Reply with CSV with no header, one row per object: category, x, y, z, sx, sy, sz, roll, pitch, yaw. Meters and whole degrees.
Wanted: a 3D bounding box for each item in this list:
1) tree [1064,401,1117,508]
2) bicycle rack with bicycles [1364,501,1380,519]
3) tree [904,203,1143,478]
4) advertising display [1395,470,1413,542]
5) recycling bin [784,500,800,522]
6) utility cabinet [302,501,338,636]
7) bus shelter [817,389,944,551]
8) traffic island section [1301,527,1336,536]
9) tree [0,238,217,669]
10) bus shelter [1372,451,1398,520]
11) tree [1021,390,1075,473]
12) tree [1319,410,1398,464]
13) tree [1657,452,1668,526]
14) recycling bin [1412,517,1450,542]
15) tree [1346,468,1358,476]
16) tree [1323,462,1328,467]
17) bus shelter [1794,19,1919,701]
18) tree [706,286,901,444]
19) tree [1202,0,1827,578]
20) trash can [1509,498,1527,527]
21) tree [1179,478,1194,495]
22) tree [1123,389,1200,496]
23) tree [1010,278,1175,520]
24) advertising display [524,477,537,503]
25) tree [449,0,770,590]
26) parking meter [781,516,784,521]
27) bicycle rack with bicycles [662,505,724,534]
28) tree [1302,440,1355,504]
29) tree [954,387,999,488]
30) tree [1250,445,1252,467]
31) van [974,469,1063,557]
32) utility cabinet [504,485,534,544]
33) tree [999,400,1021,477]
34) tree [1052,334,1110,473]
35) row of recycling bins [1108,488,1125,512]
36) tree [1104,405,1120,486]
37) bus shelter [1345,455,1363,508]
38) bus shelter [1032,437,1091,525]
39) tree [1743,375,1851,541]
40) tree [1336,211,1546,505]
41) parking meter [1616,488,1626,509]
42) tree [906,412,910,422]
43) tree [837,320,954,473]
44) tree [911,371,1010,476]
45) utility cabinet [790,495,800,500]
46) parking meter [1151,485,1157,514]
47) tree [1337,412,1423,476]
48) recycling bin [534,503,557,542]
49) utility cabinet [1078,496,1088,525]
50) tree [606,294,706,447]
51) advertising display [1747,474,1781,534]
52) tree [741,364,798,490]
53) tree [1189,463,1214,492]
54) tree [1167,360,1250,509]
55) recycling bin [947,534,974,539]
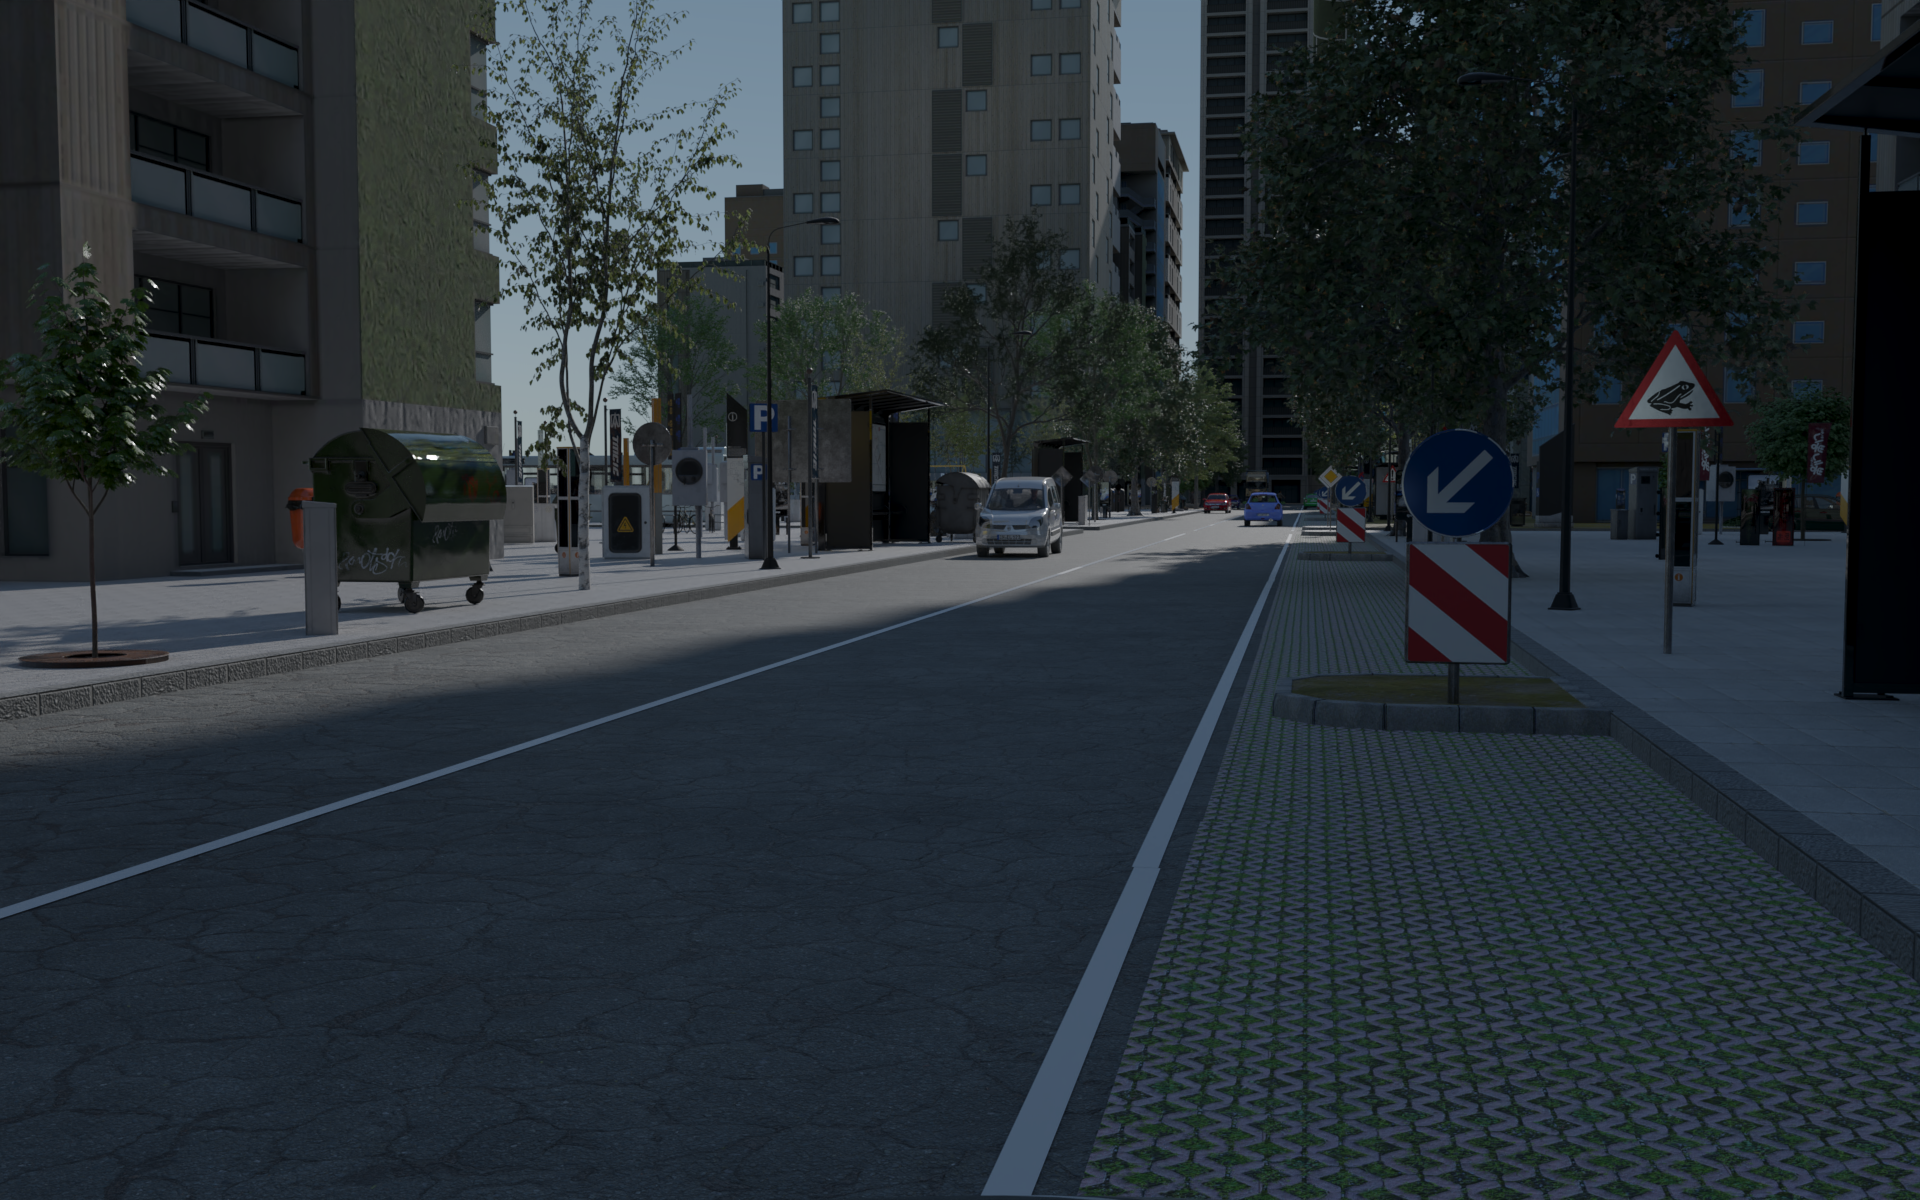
tree,9.938,-10.998,130.184,4.737,8.622,4.395,0,3,0
bicycle rack with bicycles,21.710,-4.709,90.379,2.852,0.926,2.925,0,4,-1
tree,1.542,-7.425,55.804,7.601,10.594,8.767,3,5,40
advertising display,12.063,-2.498,46.050,0.974,1.923,0.123,1,4,9
recycling bin,-7.657,-4.084,79.322,0.722,1.027,0.722,0,4,1
utility cabinet,-5.969,-0.307,16.187,0.306,1.237,1.020,-1,4,-21
bus shelter,-1.864,-3.101,41.991,1.731,3.624,6.357,1,4,12
traffic island section,12.865,-2.312,60.080,2.009,0.180,2.903,1,4,11
tree,-6.519,-1.140,13.239,1.663,3.219,1.824,0,3,0
bus shelter,20.910,-5.479,83.500,2.014,3.302,5.546,1,4,11
tree,6.882,-10.692,125.181,4.360,8.622,3.978,0,3,0
tree,26.036,-10.804,111.058,7.601,10.594,8.767,2,4,26
tree,28.477,-4.578,69.446,1.663,3.219,1.824,0,3,0
recycling bin,11.457,-1.800,41.983,0.722,1.027,0.722,3,5,43
tree,29.006,-8.158,127.981,1.663,3.219,1.824,0,3,0
tree,24.321,-9.366,103.494,4.737,8.622,4.395,0,3,0
bus shelter,5.432,-1.006,7.726,1.731,3.624,6.357,1,4,11
tree,-6.976,-9.779,85.648,9.928,11.665,9.643,0,3,0
tree,8.179,-6.699,26.530,9.611,12.733,9.660,0,3,0
trash can,21.927,-3.456,68.151,0.748,1.137,0.748,0,3,0
tree,17.639,-8.806,138.587,1.663,3.219,1.824,0,3,0
tree,14.231,-10.298,118.736,4.360,8.622,3.978,0,3,0
tree,6.468,-9.731,84.862,9.928,11.665,9.643,0,3,0
advertising display,-16.040,-3.702,65.740,0.974,1.923,0.123,0,4,4
tree,-4.906,-4.453,23.164,4.360,8.622,3.978,0,3,0
parking meter,-8.222,-4.455,81.243,0.372,1.533,0.369,0,3,0
bicycle rack with bicycles,-8.813,-2.660,56.865,2.852,0.926,2.925,-1,4,-21
tree,46.500,-18.263,216.721,7.486,12.596,7.792,0,3,0
tree,-0.512,-9.626,107.742,4.360,8.622,3.978,0,3,0
tree,27.435,-16.468,187.380,7.486,12.596,7.792,0,3,0
van,1.424,-2.058,40.666,2.013,2.044,4.112,1,4,9
utility cabinet,-11.493,-2.174,44.229,1.173,1.500,0.318,-1,4,-9
tree,3.832,-11.059,131.178,4.360,8.622,3.978,0,3,0
tree,10.180,-11.287,101.557,9.611,12.733,9.660,0,3,0
row of recycling bins,10.925,-7.191,124.690,1.069,1.692,3.534,2,4,26
tree,11.972,-11.539,139.031,4.360,8.622,3.978,0,3,0
bus shelter,31.008,-9.623,134.974,2.179,5.291,8.768,1,4,11
bus shelter,4.376,-5.066,74.108,1.731,3.624,6.357,1,4,11
tree,23.452,-3.926,47.906,4.285,4.588,4.351,0,3,0
tree,12.268,-5.648,42.709,4.737,8.622,4.395,0,3,0
parking meter,27.767,-3.939,72.816,0.372,1.533,0.369,0,3,0
tree,-3.137,-11.310,135.281,4.737,8.622,4.395,0,3,0
tree,-3.292,-7.578,74.257,4.360,8.622,3.978,0,3,0
tree,0.507,-9.276,102.021,4.737,8.622,4.395,0,3,0
utility cabinet,-11.228,-6.475,117.028,1.020,1.237,0.306,1,4,22
parking meter,12.796,-6.627,114.067,0.255,1.863,0.399,2,4,35
tree,19.012,-7.535,73.553,4.360,8.622,3.978,0,3,0
recycling bin,-11.136,-2.083,46.612,0.722,1.027,0.722,0,4,4
utility cabinet,5.092,-3.711,71.833,0.306,1.237,1.020,1,4,10
tree,-14.633,-9.991,89.109,9.928,11.665,9.643,0,3,0
advertising display,25.508,-3.045,55.007,0.974,1.923,0.123,2,4,25
tree,-10.416,-9.034,98.074,4.737,8.622,4.395,0,3,0
tree,21.756,-10.770,159.797,4.285,4.588,4.351,0,3,0
tree,20.088,-13.966,146.478,7.486,12.596,7.792,0,3,0
recycling bin,0.083,-2.384,51.529,0.722,1.027,0.722,-3,4,-37
